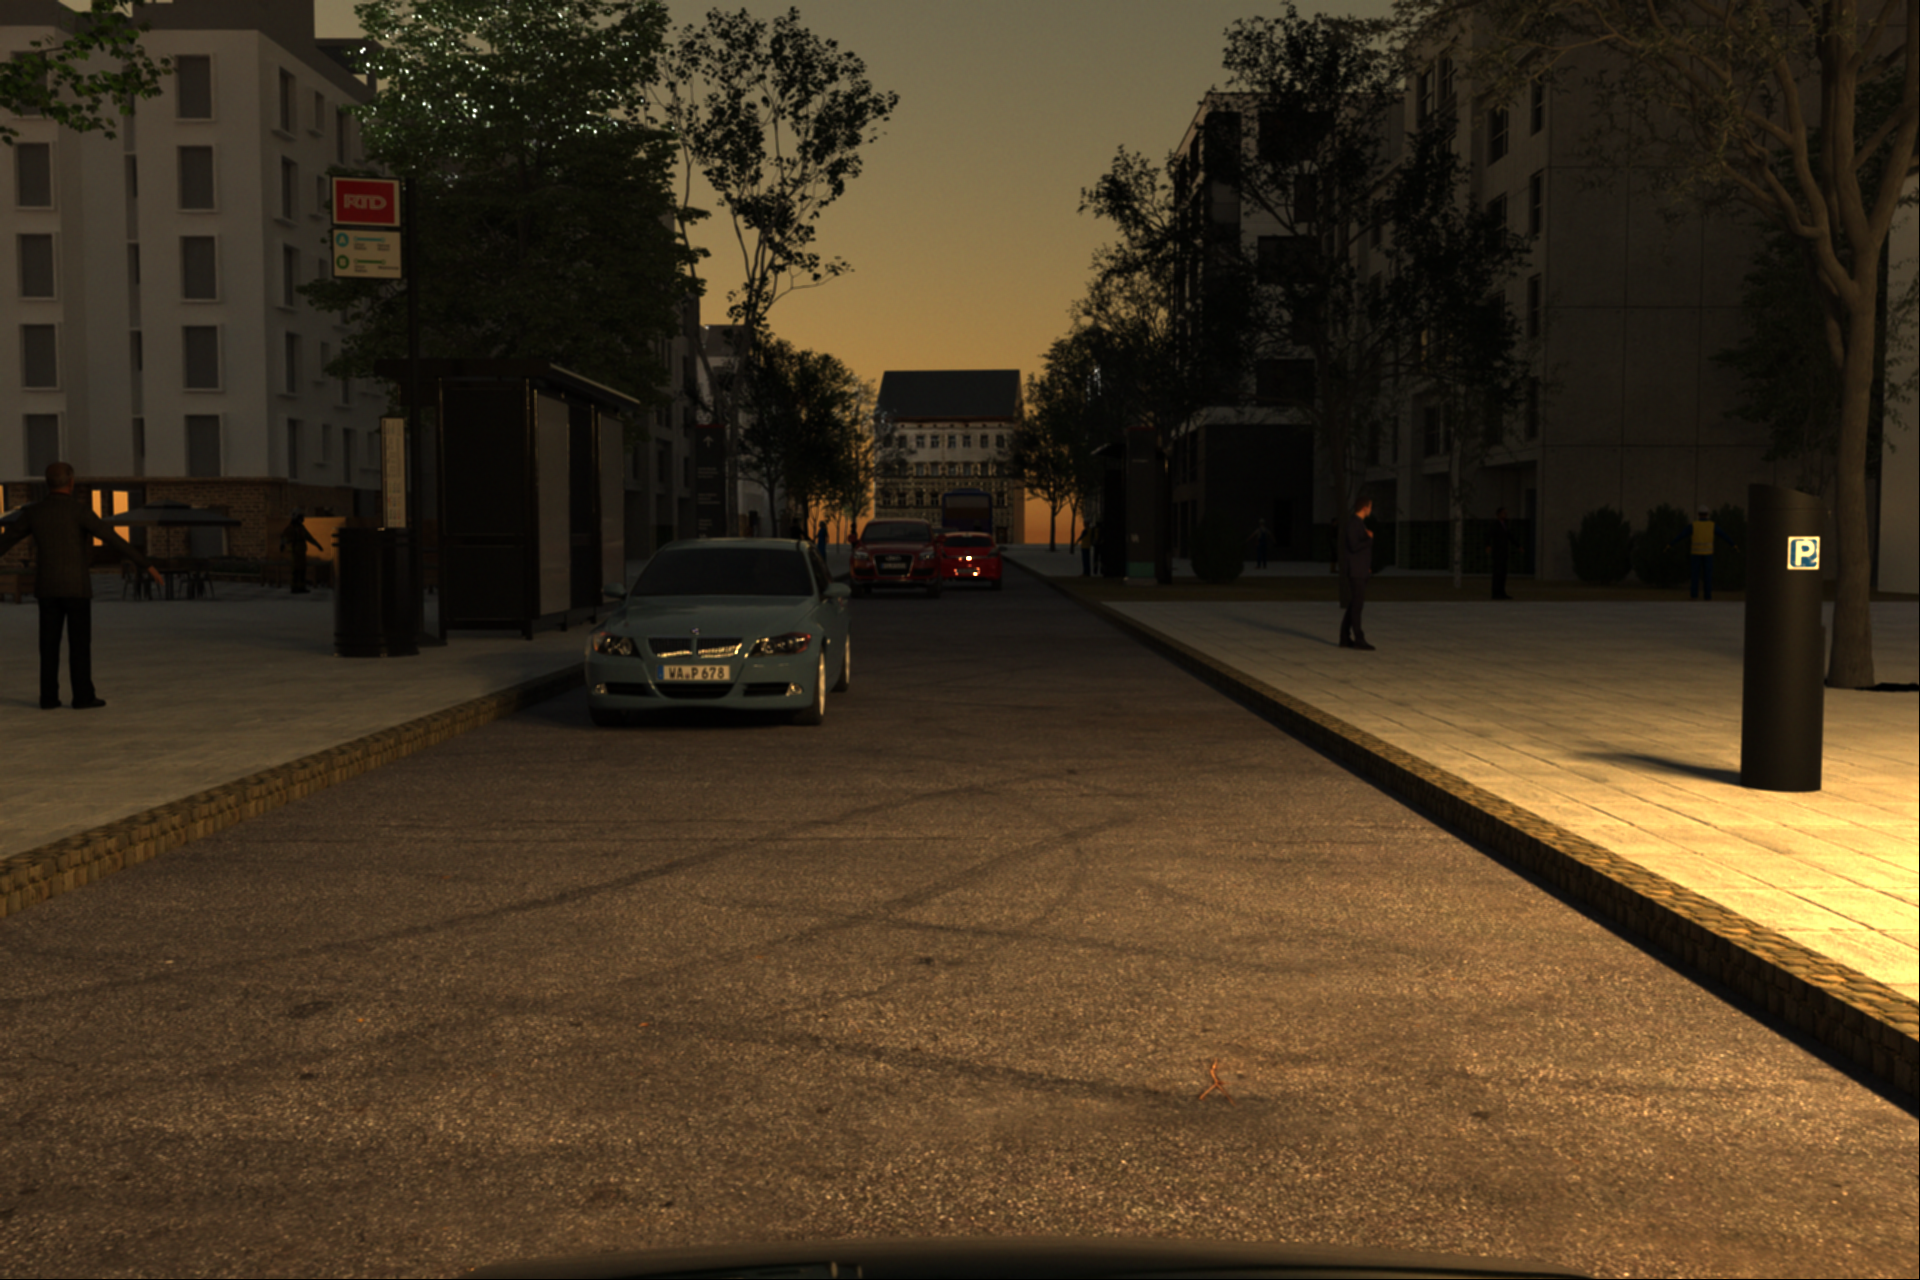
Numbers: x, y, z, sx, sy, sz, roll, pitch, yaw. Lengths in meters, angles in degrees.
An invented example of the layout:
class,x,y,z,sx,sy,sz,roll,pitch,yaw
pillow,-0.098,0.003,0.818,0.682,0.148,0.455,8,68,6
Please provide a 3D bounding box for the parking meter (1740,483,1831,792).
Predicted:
class,x,y,z,sx,sy,sz,roll,pitch,yaw
parking meter,4.161,-0.020,8.739,0.372,1.533,0.369,0,3,0

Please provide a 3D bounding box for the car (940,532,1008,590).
class,x,y,z,sx,sy,sz,roll,pitch,yaw
car,0.185,-2.229,45.486,2.155,1.783,4.494,0,4,0

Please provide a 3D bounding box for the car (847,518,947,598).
class,x,y,z,sx,sy,sz,roll,pitch,yaw
car,-1.436,-1.935,40.317,2.281,1.827,5.304,0,4,0

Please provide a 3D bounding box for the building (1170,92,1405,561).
class,x,y,z,sx,sy,sz,roll,pitch,yaw
building,25.522,-15.461,96.755,27.936,21.610,32.646,0,4,0

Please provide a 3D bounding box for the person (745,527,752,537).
class,x,y,z,sx,sy,sz,roll,pitch,yaw
person,-4.333,-1.624,35.820,0.991,1.433,0.599,1,4,15

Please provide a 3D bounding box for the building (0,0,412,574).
class,x,y,z,sx,sy,sz,roll,pitch,yaw
building,-26.928,-12.261,56.883,16.016,20.090,11.380,0,3,0

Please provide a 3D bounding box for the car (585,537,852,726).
class,x,y,z,sx,sy,sz,roll,pitch,yaw
car,-1.882,-0.152,14.480,2.014,1.417,4.499,0,4,0

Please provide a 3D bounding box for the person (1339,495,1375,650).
class,x,y,z,sx,sy,sz,roll,pitch,yaw
person,4.444,-0.755,19.311,0.530,1.710,0.541,2,4,33

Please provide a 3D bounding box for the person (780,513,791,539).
class,x,y,z,sx,sy,sz,roll,pitch,yaw
person,-4.374,-2.305,43.811,0.705,1.813,1.348,-1,4,-9

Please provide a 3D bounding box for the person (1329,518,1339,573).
class,x,y,z,sx,sy,sz,roll,pitch,yaw
person,12.314,-3.102,56.855,0.704,1.812,1.346,1,4,19

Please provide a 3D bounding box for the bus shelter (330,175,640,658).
class,x,y,z,sx,sy,sz,roll,pitch,yaw
bus shelter,-5.963,-2.724,22.173,2.179,5.291,8.768,0,4,0

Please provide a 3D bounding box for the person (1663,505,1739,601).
class,x,y,z,sx,sy,sz,roll,pitch,yaw
person,14.202,-1.663,33.161,1.349,1.833,0.705,1,4,16

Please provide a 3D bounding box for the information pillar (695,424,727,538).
class,x,y,z,sx,sy,sz,roll,pitch,yaw
information pillar,-5.909,-3.166,41.141,0.750,3.857,0.750,0,3,0

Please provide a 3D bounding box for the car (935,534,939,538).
class,x,y,z,sx,sy,sz,roll,pitch,yaw
car,-1.230,-3.537,68.054,2.015,1.641,3.980,0,4,0

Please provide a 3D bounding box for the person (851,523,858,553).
class,x,y,z,sx,sy,sz,roll,pitch,yaw
person,-4.331,-3.997,72.078,0.721,1.740,1.216,0,4,-8

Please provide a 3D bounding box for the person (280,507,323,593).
class,x,y,z,sx,sy,sz,roll,pitch,yaw
person,-14.336,-1.945,37.566,0.705,1.858,1.354,1,4,17

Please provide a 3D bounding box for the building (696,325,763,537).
class,x,y,z,sx,sy,sz,roll,pitch,yaw
building,-24.426,-18.427,157.707,16.016,20.090,11.380,0,3,0

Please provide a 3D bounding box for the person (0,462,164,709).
class,x,y,z,sx,sy,sz,roll,pitch,yaw
person,-6.588,-0.402,12.759,1.348,1.807,0.705,0,4,-2

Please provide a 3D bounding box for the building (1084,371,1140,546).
class,x,y,z,sx,sy,sz,roll,pitch,yaw
building,22.672,-19.466,184.725,16.747,18.905,31.486,0,4,0

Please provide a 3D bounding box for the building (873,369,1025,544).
class,x,y,z,sx,sy,sz,roll,pitch,yaw
building,-1.079,-24.301,230.705,18.063,23.208,19.493,0,4,6

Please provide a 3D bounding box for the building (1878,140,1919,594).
class,x,y,z,sx,sy,sz,roll,pitch,yaw
building,24.856,-5.044,24.613,9.099,9.664,28.070,0,4,0

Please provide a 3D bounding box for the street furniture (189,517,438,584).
class,x,y,z,sx,sy,sz,roll,pitch,yaw
street furniture,-17.758,-2.559,48.697,11.010,1.723,9.812,-3,5,-44

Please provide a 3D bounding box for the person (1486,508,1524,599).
class,x,y,z,sx,sy,sz,roll,pitch,yaw
person,10.682,-1.708,34.143,1.346,1.802,0.704,-3,5,-43

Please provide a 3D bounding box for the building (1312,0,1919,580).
class,x,y,z,sx,sy,sz,roll,pitch,yaw
building,24.497,-12.034,63.213,16.747,18.905,31.486,0,4,0

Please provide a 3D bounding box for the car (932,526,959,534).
class,x,y,z,sx,sy,sz,roll,pitch,yaw
car,-0.842,-4.608,84.009,2.281,1.827,5.304,0,4,0

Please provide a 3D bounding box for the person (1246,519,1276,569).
class,x,y,z,sx,sy,sz,roll,pitch,yaw
person,11.127,-3.552,63.928,1.347,1.847,0.705,-1,4,-21

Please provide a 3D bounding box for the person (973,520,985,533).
class,x,y,z,sx,sy,sz,roll,pitch,yaw
person,0.519,-2.713,52.600,1.354,1.856,0.705,-2,4,-30

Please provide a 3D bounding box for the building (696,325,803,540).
class,x,y,z,sx,sy,sz,roll,pitch,yaw
building,-27.289,-21.871,188.516,19.493,23.208,18.063,0,4,0

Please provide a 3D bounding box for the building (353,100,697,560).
class,x,y,z,sx,sy,sz,roll,pitch,yaw
building,-23.924,-13.465,86.608,16.747,18.905,31.486,0,3,0

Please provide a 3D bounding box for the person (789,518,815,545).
class,x,y,z,sx,sy,sz,roll,pitch,yaw
person,-5.584,-3.237,58.866,1.347,1.837,0.705,1,4,20

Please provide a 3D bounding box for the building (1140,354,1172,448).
class,x,y,z,sx,sy,sz,roll,pitch,yaw
building,26.476,-19.950,157.114,19.493,23.208,18.063,0,4,0

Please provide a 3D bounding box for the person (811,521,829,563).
class,x,y,z,sx,sy,sz,roll,pitch,yaw
person,-5.524,-3.849,69.066,0.704,1.817,1.347,-2,4,-33

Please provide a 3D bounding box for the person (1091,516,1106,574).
class,x,y,z,sx,sy,sz,roll,pitch,yaw
person,4.443,-3.015,55.069,1.354,1.856,0.705,2,4,27

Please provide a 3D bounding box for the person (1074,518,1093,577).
class,x,y,z,sx,sy,sz,roll,pitch,yaw
person,3.715,-2.784,51.983,0.721,1.772,1.216,2,4,27

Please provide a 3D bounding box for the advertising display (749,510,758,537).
class,x,y,z,sx,sy,sz,roll,pitch,yaw
advertising display,-5.693,-2.602,47.757,0.123,1.923,0.974,0,4,1

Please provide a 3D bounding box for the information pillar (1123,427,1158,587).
class,x,y,z,sx,sy,sz,roll,pitch,yaw
information pillar,4.390,-3.226,42.119,0.750,3.857,0.750,0,4,-2

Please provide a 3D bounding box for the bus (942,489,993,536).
class,x,y,z,sx,sy,sz,roll,pitch,yaw
bus,0.392,-6.193,92.794,2.896,3.916,12.251,0,4,0

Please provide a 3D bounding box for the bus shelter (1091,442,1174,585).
class,x,y,z,sx,sy,sz,roll,pitch,yaw
bus shelter,4.645,-3.413,47.079,1.731,3.624,6.357,0,3,0
